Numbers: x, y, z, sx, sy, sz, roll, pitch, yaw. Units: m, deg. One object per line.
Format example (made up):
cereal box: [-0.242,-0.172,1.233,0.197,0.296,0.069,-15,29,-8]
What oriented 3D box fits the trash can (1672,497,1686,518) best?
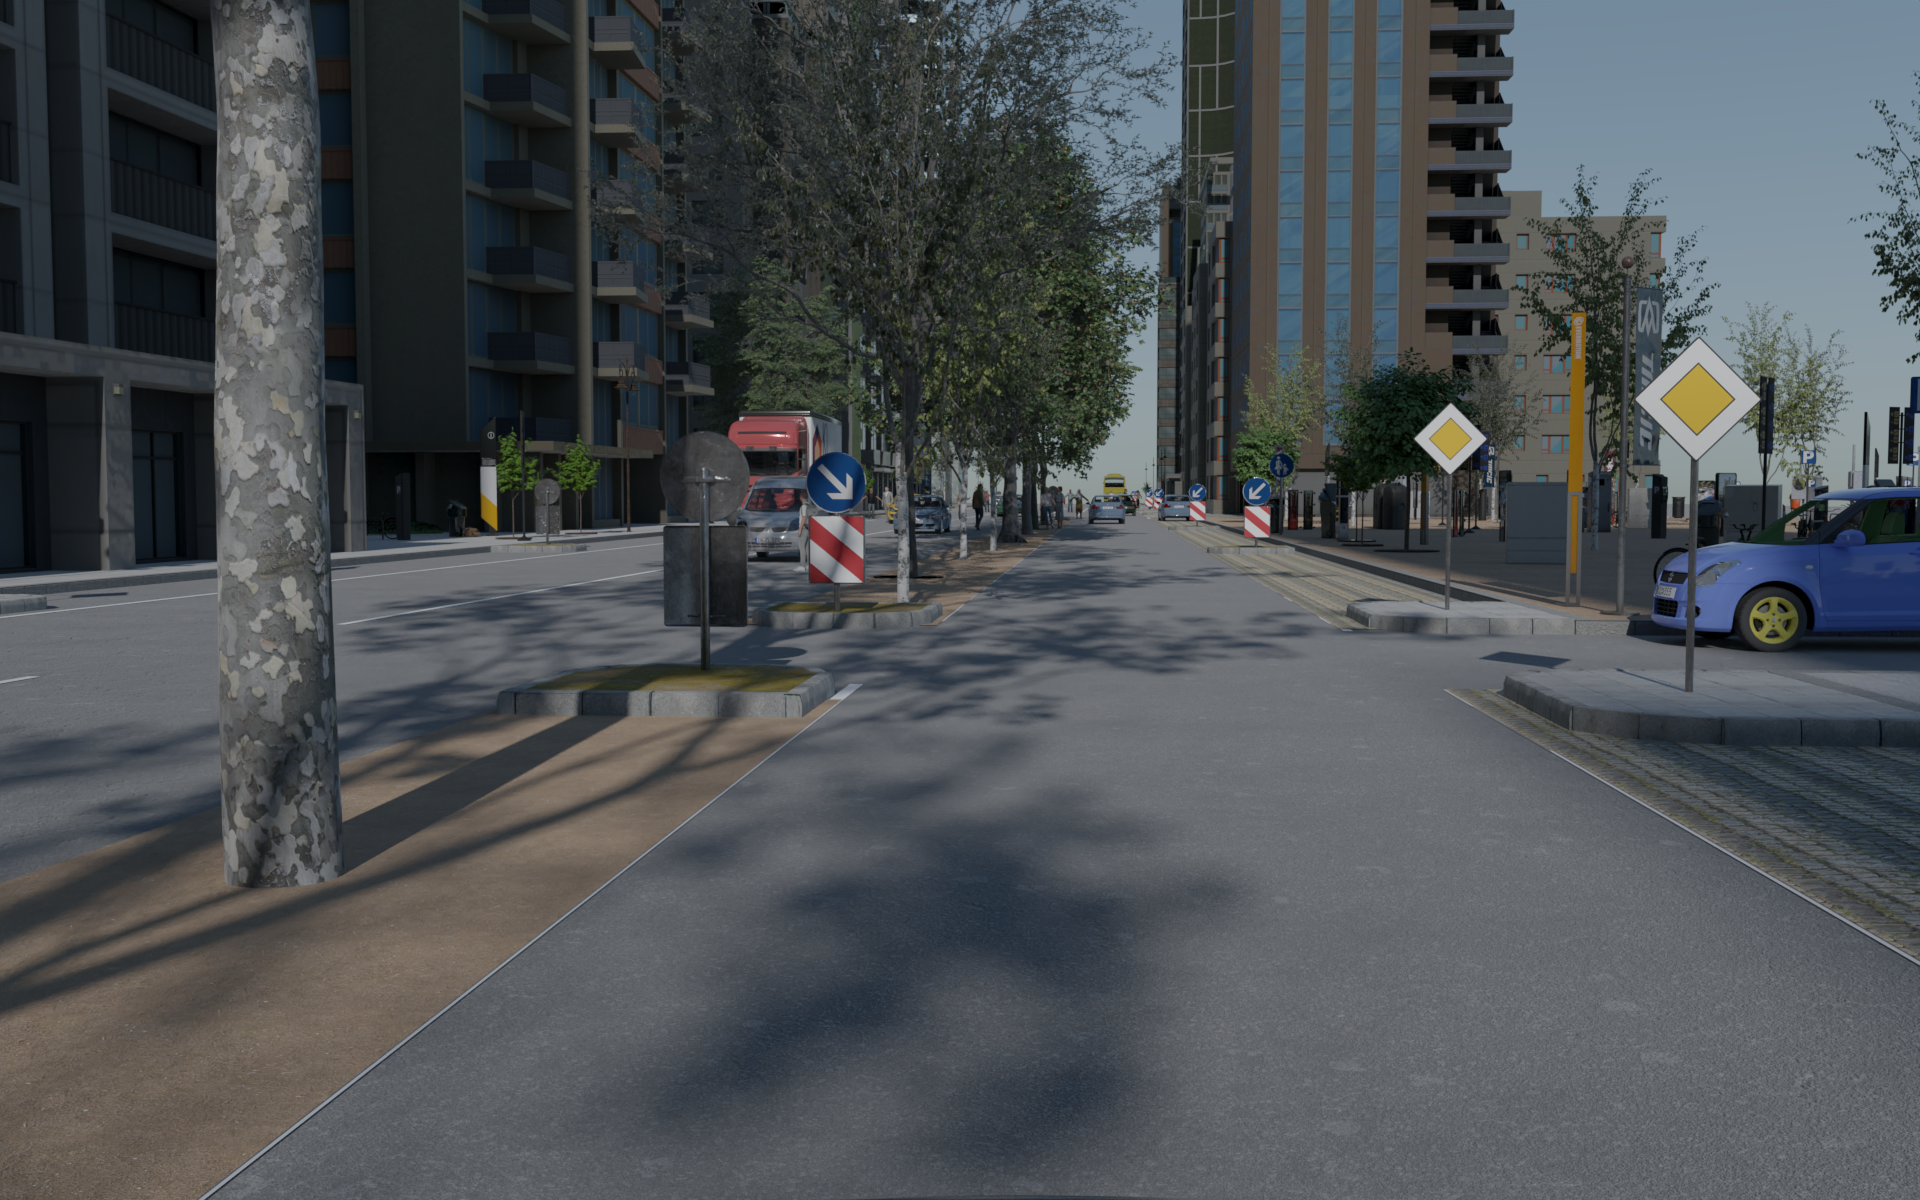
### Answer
trash can: [38.137,-4.910,91.934,0.748,1.137,0.748,0,3,0]

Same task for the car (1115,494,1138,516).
car: [10.766,-6.399,114.410,2.009,1.686,4.222,0,4,5]

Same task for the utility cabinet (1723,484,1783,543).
utility cabinet: [18.285,-1.913,39.959,1.173,1.500,0.318,3,5,42]

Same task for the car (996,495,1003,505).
car: [4.388,-10.355,181.666,2.083,1.381,4.827,0,4,6]

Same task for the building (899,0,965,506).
building: [-9.976,-55.845,225.731,22.319,86.520,31.000,0,4,5]

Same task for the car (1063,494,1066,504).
car: [13.903,-14.309,242.987,2.155,1.783,4.494,0,4,3]

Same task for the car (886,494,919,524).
car: [-2.525,-4.528,84.254,2.015,1.641,3.980,0,4,3]

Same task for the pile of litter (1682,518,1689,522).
pile of litter: [33.869,-3.971,78.885,1.719,0.858,1.176,3,5,41]

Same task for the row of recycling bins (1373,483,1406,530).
row of recycling bins: [15.805,-3.467,63.793,1.069,1.692,3.534,0,4,6]

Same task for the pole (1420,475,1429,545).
pole: [11.762,-3.055,43.789,0.158,3.312,0.155,0,3,0]

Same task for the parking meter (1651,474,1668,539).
parking meter: [20.149,-2.701,49.874,0.255,1.863,0.399,-2,4,-28]

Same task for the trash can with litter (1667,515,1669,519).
trash can with litter: [35.390,-4.744,88.620,1.678,1.210,2.233,-3,4,-36]

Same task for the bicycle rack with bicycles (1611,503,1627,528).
bicycle rack with bicycles: [26.049,-3.301,67.353,2.925,0.926,2.852,-1,4,-10]

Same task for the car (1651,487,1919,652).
car: [8.517,-0.412,16.333,3.694,1.707,1.945,0,4,5]

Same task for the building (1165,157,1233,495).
building: [38.852,-30.372,188.460,32.217,40.220,23.993,0,4,5]

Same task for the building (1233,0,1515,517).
building: [23.522,-27.612,101.563,14.600,45.320,14.200,0,4,5]

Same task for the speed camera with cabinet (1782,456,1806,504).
speed camera with cabinet: [38.044,-5.240,80.006,2.038,3.252,0.660,2,4,29]

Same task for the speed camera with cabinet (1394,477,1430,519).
speed camera with cabinet: [23.382,-5.826,89.586,0.660,3.252,2.038,-2,4,-30]

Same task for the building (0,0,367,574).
building: [-23.903,-36.387,33.178,20.563,71.187,20.611,0,4,5]

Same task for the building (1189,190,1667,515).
building: [31.188,-17.015,123.230,27.650,21.520,28.899,0,4,5]

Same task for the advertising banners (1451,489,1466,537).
advertising banners: [14.767,-3.385,51.528,0.090,3.025,2.074,2,4,30]

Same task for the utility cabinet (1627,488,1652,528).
utility cabinet: [25.261,-3.377,63.894,1.173,1.500,0.318,1,4,9]

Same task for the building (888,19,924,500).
building: [-10.962,-31.331,162.374,14.600,45.320,14.200,0,4,5]

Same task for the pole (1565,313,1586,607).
pole: [6.974,-1.576,19.614,0.158,3.312,0.155,0,3,0]

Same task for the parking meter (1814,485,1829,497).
parking meter: [24.859,-2.544,50.013,0.372,1.533,0.369,0,3,0]

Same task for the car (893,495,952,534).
car: [-1.344,-3.160,63.664,2.014,1.417,4.499,0,4,6]

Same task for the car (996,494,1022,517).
car: [3.352,-6.043,110.608,2.131,1.459,4.920,0,4,6]

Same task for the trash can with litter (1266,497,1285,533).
trash can with litter: [10.302,-2.773,56.732,0.624,1.170,1.055,0,4,6]

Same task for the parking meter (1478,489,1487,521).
parking meter: [25.197,-4.592,83.487,0.372,1.533,0.369,0,3,0]

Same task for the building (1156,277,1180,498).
building: [33.180,-28.035,230.073,14.160,30.474,14.107,0,4,5]

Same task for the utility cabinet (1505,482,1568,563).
utility cabinet: [10.625,-1.411,31.754,1.173,1.500,0.318,1,4,12]

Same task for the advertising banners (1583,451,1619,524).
advertising banners: [25.767,-4.550,70.581,2.074,3.025,0.090,-1,4,-9]

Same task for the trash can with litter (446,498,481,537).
trash can with litter: [-14.776,-2.460,51.600,1.055,1.170,0.624,1,4,18]

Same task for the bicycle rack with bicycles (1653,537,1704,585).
bicycle rack with bicycles: [9.872,-0.450,20.737,2.925,0.926,2.852,1,4,16]

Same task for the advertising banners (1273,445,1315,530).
advertising banners: [11.910,-4.010,61.758,2.074,3.025,0.090,-2,4,-34]

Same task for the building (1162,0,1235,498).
building: [35.433,-47.278,211.252,20.563,71.187,20.611,0,4,5]

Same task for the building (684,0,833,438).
building: [-15.624,-20.277,103.224,14.160,30.474,14.107,0,4,5]

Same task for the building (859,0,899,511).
building: [-16.936,-31.853,140.398,23.786,49.044,30.456,0,4,5]

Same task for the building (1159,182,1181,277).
building: [35.131,-36.330,244.109,14.600,45.320,14.200,0,4,5]

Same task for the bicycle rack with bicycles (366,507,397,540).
bicycle rack with bicycles: [-17.392,-2.126,48.144,2.925,0.926,2.852,1,4,14]

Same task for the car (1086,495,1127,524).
car: [7.112,-4.407,84.064,2.014,1.417,4.499,0,4,4]

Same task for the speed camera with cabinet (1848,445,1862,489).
speed camera with cabinet: [35.811,-4.543,68.610,0.660,3.252,2.038,1,4,10]

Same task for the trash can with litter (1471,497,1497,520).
trash can with litter: [26.757,-4.665,87.332,2.233,1.210,1.678,2,4,25]

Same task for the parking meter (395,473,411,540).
parking meter: [-15.466,-2.592,48.084,0.399,1.863,0.255,3,5,43]

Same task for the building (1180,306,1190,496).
building: [34.032,-18.817,152.704,27.650,21.520,28.899,0,4,5]

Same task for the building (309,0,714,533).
building: [-22.665,-25.428,70.378,22.147,44.769,28.867,0,4,5]

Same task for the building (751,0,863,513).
building: [-14.534,-26.510,117.029,14.154,41.232,14.086,0,4,5]

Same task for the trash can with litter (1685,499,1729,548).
trash can with litter: [15.121,-1.451,35.110,0.624,1.170,1.055,3,5,39]

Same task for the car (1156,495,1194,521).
car: [11.419,-4.864,91.536,2.014,1.417,4.499,0,4,4]
